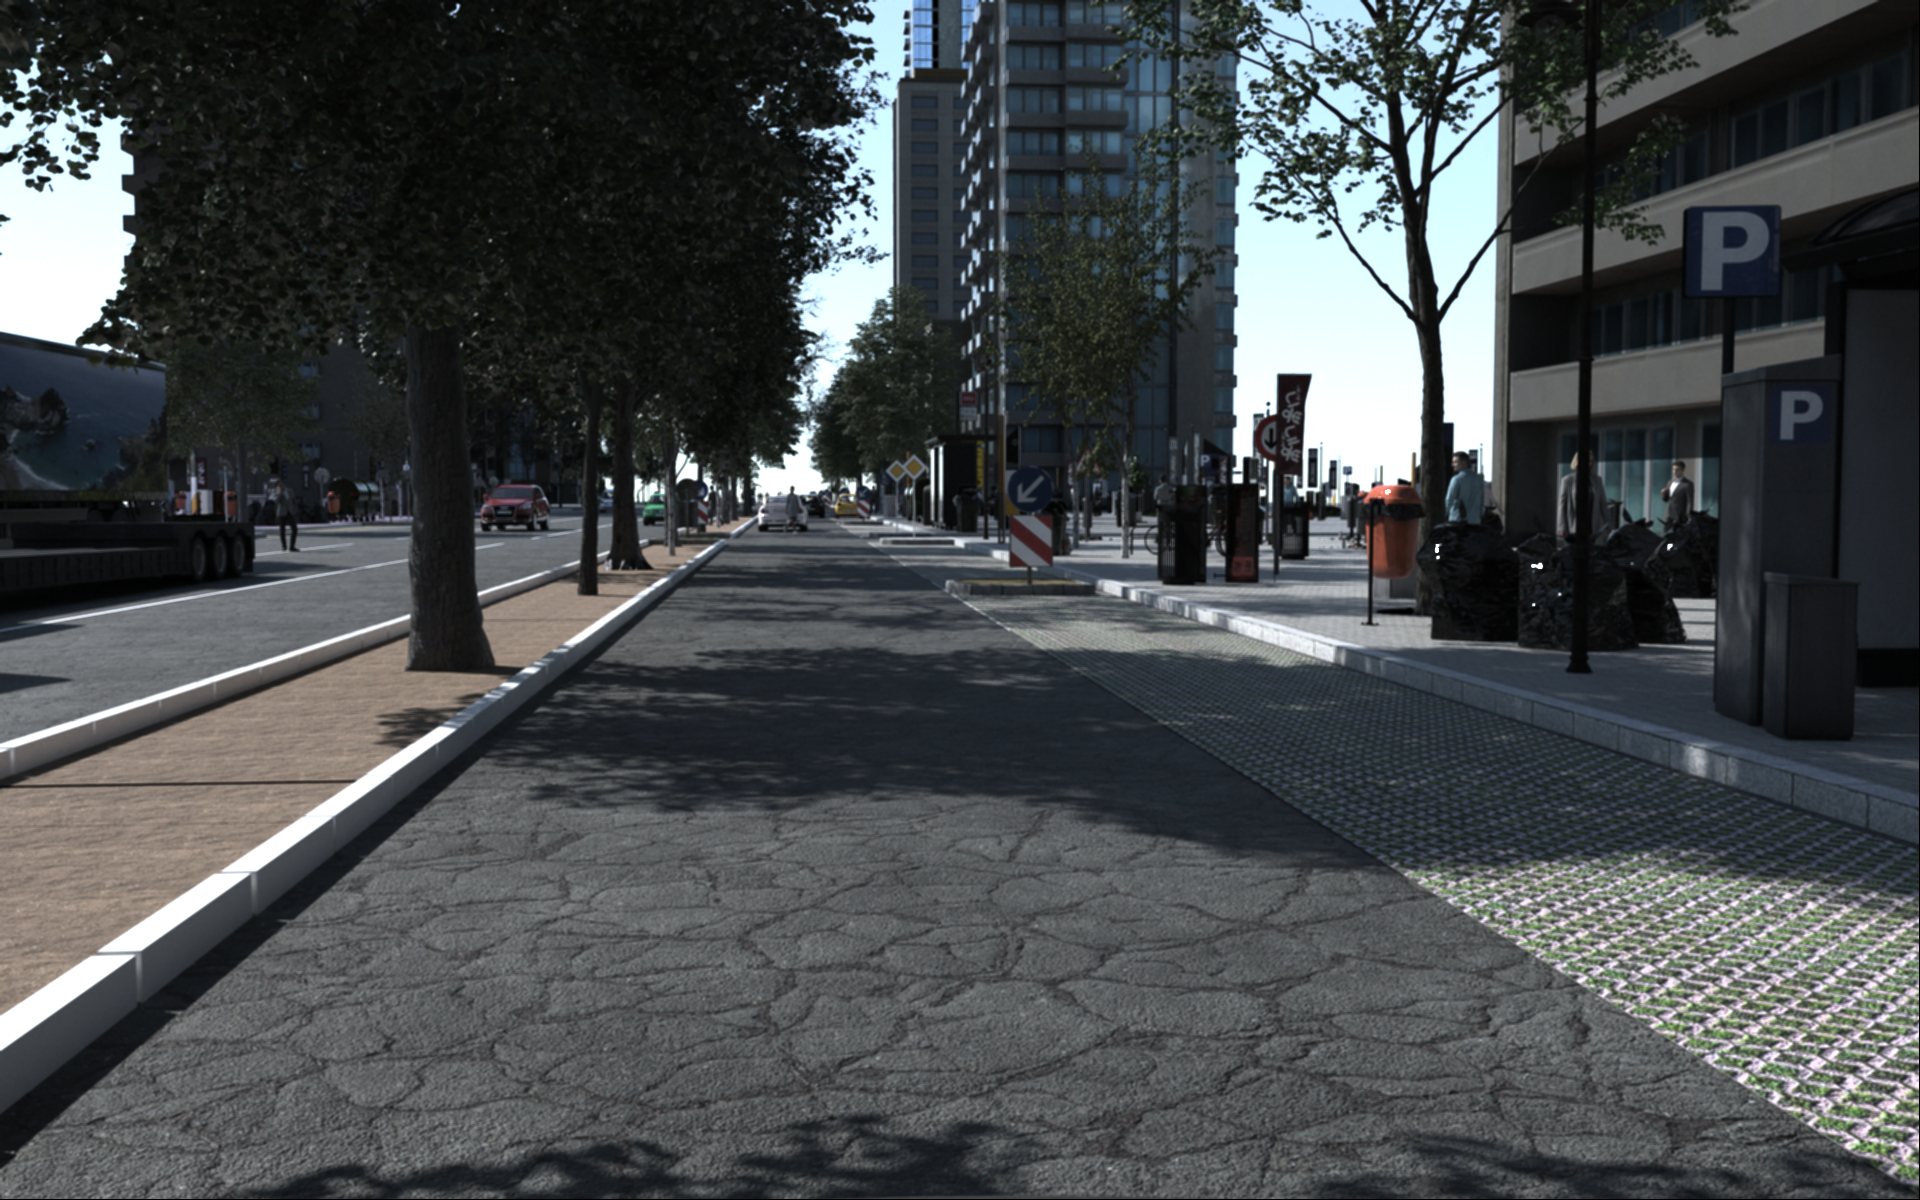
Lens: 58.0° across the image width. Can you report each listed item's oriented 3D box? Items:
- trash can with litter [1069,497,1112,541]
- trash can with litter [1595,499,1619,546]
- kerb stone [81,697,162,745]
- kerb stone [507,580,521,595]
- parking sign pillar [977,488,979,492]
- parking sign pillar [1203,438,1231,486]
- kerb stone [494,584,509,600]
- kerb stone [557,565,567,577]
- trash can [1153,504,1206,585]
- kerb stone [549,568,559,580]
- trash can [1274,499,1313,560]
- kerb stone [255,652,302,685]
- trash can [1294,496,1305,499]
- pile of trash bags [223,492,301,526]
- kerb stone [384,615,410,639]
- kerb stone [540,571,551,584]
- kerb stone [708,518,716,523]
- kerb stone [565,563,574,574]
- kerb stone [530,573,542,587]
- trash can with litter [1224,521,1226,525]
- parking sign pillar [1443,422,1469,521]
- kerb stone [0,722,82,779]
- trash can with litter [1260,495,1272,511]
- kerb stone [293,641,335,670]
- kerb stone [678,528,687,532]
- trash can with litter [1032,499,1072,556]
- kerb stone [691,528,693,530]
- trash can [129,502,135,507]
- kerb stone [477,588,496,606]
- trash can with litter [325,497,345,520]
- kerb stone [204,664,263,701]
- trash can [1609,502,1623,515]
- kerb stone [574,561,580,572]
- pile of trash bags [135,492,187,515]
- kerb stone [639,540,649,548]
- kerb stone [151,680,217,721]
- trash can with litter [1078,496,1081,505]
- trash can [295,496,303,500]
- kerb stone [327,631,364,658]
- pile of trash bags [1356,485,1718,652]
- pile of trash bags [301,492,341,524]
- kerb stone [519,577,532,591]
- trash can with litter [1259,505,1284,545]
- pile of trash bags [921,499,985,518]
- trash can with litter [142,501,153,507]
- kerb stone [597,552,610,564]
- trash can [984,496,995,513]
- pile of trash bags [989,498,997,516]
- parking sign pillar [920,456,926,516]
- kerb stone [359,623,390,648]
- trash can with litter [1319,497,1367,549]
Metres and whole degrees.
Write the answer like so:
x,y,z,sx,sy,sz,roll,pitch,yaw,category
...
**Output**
x,y,z,sx,sy,sz,roll,pitch,yaw,category
3.385,-2.265,48.093,1.678,1.210,2.233,1,4,12,trash can with litter
9.695,-0.937,26.375,1.678,1.210,2.233,-1,4,-15,trash can with litter
-5.003,0.728,10.297,0.120,0.150,1.000,0,4,-6,kerb stone
-6.415,-0.146,24.601,0.120,0.150,1.000,0,4,-6,kerb stone
0.843,-8.744,131.433,1.447,3.967,1.447,-3,5,-44,parking sign pillar
12.254,-5.760,82.648,1.447,3.967,1.447,0,4,5,parking sign pillar
-6.320,-0.085,23.581,0.120,0.150,1.000,0,4,-6,kerb stone
-6.908,-0.459,29.698,0.120,0.150,1.000,0,4,-6,kerb stone
3.106,-0.789,24.556,0.748,1.137,0.748,0,3,0,trash can
-6.815,-0.394,28.680,0.120,0.150,1.000,0,4,-6,kerb stone
6.542,-1.366,33.993,0.748,1.137,0.748,0,3,0,trash can
-5.302,0.541,13.371,0.120,0.150,1.000,0,4,-6,kerb stone
22.885,-6.425,116.694,0.748,1.137,0.748,0,3,0,trash can
-28.333,-3.645,69.345,1.912,1.369,3.447,1,4,9,pile of trash bags
-5.701,0.291,17.445,0.120,0.150,1.000,0,4,-6,kerb stone
-6.710,-0.334,27.663,0.120,0.150,1.000,0,4,-6,kerb stone
-12.791,-4.104,89.395,0.120,0.150,1.000,0,4,-6,kerb stone
-7.018,-0.521,30.721,0.120,0.150,1.000,0,4,-6,kerb stone
-6.606,-0.272,26.646,0.120,0.150,1.000,0,4,-6,kerb stone
10.059,-3.169,63.196,1.055,1.170,0.624,-3,4,-36,trash can with litter
13.227,-3.608,47.456,1.447,3.967,1.447,1,4,13,parking sign pillar
-4.901,0.790,9.274,0.120,0.150,1.000,0,4,-6,kerb stone
23.668,-7.449,132.854,2.233,1.210,1.678,1,4,9,trash can with litter
-5.404,0.478,14.388,0.120,0.150,1.000,0,4,-6,kerb stone
-10.380,-2.613,64.912,0.120,0.150,1.000,0,4,-6,kerb stone
1.936,-1.516,36.174,0.624,1.170,1.055,2,4,24,trash can with litter
-10.675,-2.800,67.980,0.120,0.150,1.000,0,4,-6,kerb stone
-47.384,-5.369,99.441,0.748,1.137,0.748,0,3,0,trash can
-6.219,-0.021,22.559,0.120,0.150,1.000,0,4,-6,kerb stone
-31.273,-4.616,86.861,1.055,1.170,0.624,0,4,1,trash can with litter
-5.205,0.602,12.348,0.120,0.150,1.000,0,4,-6,kerb stone
12.028,-1.272,32.458,0.748,1.137,0.748,0,3,0,trash can
-7.115,-0.584,31.738,0.120,0.150,1.000,0,4,-6,kerb stone
-44.030,-5.257,95.700,3.447,1.369,1.912,2,4,25,pile of trash bags
-8.722,-1.576,48.058,0.120,0.150,1.000,0,4,-6,kerb stone
-5.102,0.666,11.318,0.120,0.150,1.000,0,4,-6,kerb stone
8.663,-7.258,130.063,0.624,1.170,1.055,-1,4,-18,trash can with litter
-44.851,-6.463,117.323,0.748,1.137,0.748,0,3,0,trash can
-5.509,0.416,15.406,0.120,0.150,1.000,0,4,-6,kerb stone
4.897,-0.371,15.813,1.912,1.369,3.447,-2,4,-29,pile of trash bags
-28.244,-4.010,75.321,1.912,1.369,3.447,1,4,22,pile of trash bags
-6.509,-0.206,25.621,0.120,0.150,1.000,0,4,-6,kerb stone
7.703,-1.989,43.909,1.055,1.170,0.624,1,4,22,trash can with litter
-0.511,-5.161,94.142,3.447,1.369,1.912,3,4,38,pile of trash bags
-38.931,-4.454,83.877,1.678,1.210,2.233,2,4,34,trash can with litter
-7.614,-0.895,36.825,0.120,0.150,1.000,0,4,-6,kerb stone
2.024,-6.557,118.854,0.748,1.137,0.748,0,3,0,trash can
2.217,-5.497,99.626,3.447,1.369,1.912,1,4,10,pile of trash bags
-2.638,-7.063,103.956,1.447,3.967,1.447,1,4,10,parking sign pillar
-5.605,0.353,16.426,0.120,0.150,1.000,0,4,-6,kerb stone
9.511,-1.793,40.367,1.678,1.210,2.233,-1,4,-15,trash can with litter
